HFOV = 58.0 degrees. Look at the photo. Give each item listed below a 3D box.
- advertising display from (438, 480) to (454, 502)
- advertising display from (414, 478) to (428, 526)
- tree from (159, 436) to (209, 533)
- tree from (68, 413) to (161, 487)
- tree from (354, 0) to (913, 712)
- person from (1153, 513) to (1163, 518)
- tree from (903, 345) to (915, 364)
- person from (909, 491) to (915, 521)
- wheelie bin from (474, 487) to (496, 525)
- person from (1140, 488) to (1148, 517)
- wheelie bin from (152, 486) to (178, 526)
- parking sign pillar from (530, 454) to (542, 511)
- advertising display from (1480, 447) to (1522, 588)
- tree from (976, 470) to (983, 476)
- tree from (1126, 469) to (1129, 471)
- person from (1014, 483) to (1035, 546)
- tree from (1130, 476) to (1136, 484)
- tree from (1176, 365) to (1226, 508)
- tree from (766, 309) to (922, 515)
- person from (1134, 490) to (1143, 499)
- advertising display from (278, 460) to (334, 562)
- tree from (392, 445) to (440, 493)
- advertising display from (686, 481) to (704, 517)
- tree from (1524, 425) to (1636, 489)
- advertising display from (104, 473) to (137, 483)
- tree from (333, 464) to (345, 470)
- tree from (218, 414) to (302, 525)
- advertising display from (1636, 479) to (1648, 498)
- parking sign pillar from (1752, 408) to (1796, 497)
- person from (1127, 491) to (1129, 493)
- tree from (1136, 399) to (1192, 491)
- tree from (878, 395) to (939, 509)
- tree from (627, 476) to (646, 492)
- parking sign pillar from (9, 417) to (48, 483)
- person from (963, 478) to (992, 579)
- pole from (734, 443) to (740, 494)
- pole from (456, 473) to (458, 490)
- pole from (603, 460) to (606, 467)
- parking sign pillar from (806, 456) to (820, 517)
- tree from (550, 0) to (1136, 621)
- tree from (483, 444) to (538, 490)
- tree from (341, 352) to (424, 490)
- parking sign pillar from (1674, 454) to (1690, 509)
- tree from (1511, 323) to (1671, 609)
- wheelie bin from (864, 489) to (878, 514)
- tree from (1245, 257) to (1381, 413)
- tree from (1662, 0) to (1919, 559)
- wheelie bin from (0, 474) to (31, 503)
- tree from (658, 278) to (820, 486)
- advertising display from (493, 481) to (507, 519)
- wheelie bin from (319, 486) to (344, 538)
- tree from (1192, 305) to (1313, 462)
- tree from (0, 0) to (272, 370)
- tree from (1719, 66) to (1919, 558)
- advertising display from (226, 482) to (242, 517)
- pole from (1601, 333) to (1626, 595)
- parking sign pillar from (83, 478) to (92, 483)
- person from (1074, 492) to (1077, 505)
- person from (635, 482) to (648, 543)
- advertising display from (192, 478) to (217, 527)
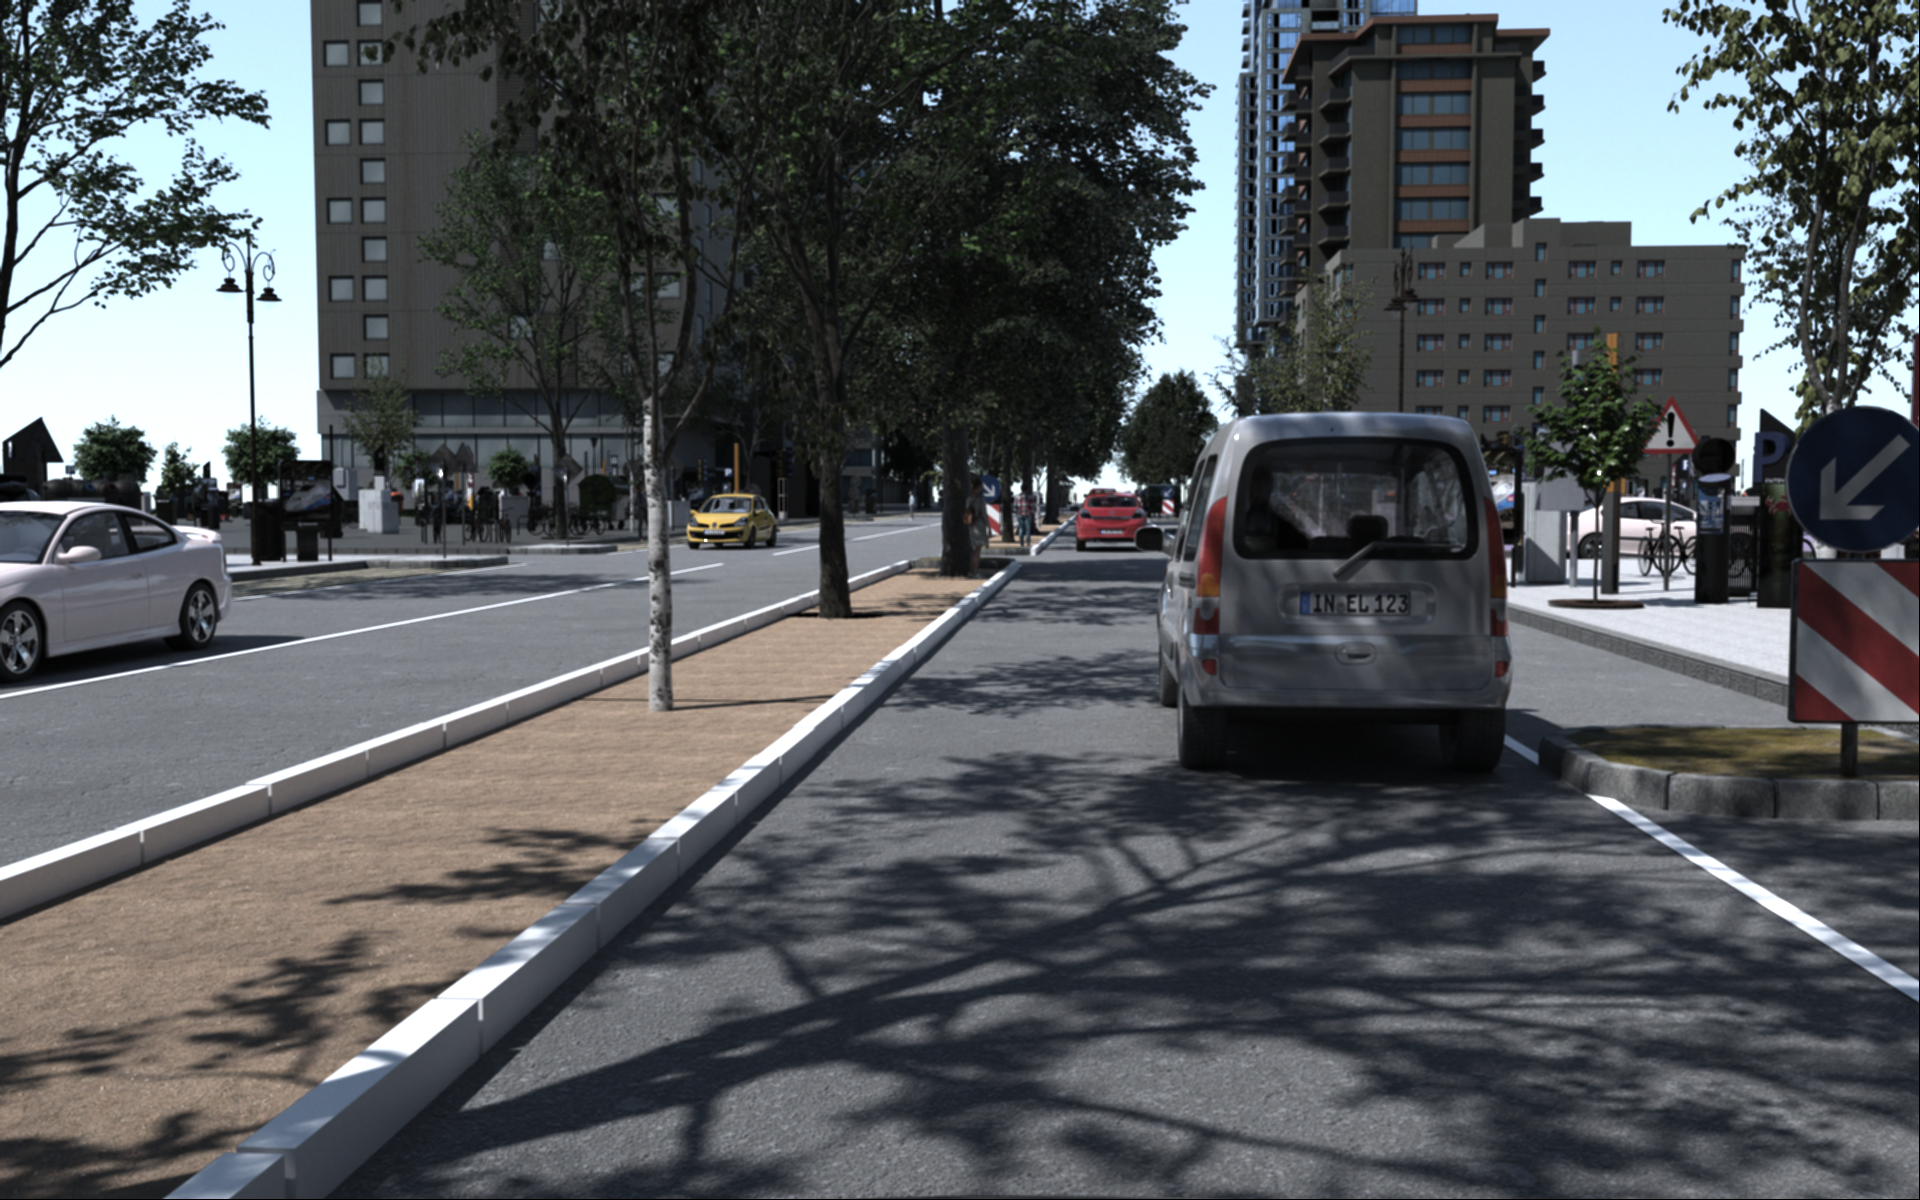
[{"bbox_3d":[-23.598,-4.545,79.528,0.123,1.923,0.974,1,4,22],"label":"advertising display"},{"bbox_3d":[-21.369,-3.882,68.680,0.123,1.923,0.974,-3,5,-41],"label":"advertising display"},{"bbox_3d":[-26.249,-3.866,57.815,1.663,3.219,1.824,0,3,0],"label":"tree"},{"bbox_3d":[-34.447,-5.311,70.554,4.285,4.588,4.351,0,3,0],"label":"tree"},{"bbox_3d":[-1.971,-3.552,10.900,4.360,8.622,3.978,0,3,0],"label":"tree"},{"bbox_3d":[11.910,-5.937,104.938,0.474,1.900,0.648,-3,5,-45],"label":"person"},{"bbox_3d":[0.369,-19.629,176.823,12.611,20.169,13.585,0,3,0],"label":"tree"},{"bbox_3d":[-2.618,-5.100,93.692,0.330,1.601,0.589,0,4,1],"label":"person"},{"bbox_3d":[-20.005,-3.985,73.062,0.693,1.594,0.980,1,4,16],"label":"wheelie bin"},{"bbox_3d":[11.755,-6.238,110.401,0.836,1.842,0.656,2,4,25],"label":"person"},{"bbox_3d":[-29.339,-3.430,63.987,0.980,1.594,0.693,0,4,-4],"label":"wheelie bin"},{"bbox_3d":[-28.579,-7.844,116.729,1.447,3.967,1.447,-2,4,-27],"label":"parking sign pillar"},{"bbox_3d":[7.350,-1.154,24.086,0.123,1.923,0.974,-3,4,-37],"label":"advertising display"},{"bbox_3d":[2.012,-14.300,217.518,4.285,4.588,4.351,0,3,0],"label":"tree"},{"bbox_3d":[27.837,-19.586,270.599,4.360,8.622,3.978,0,3,0],"label":"tree"},{"bbox_3d":[1.703,-2.237,45.909,0.563,1.720,0.643,1,4,15],"label":"person"},{"bbox_3d":[20.964,-14.497,187.392,4.360,8.622,3.978,0,3,0],"label":"tree"},{"bbox_3d":[19.475,-14.512,154.286,9.611,12.733,9.660,0,3,0],"label":"tree"},{"bbox_3d":[-7.412,-12.054,107.446,12.009,13.543,11.850,0,3,0],"label":"tree"},{"bbox_3d":[12.257,-6.837,121.005,1.217,1.743,0.721,0,4,-2],"label":"person"},{"bbox_3d":[-12.390,-1.690,32.845,0.974,1.923,0.123,-3,4,-37],"label":"advertising display"},{"bbox_3d":[-36.379,-8.111,116.327,4.285,4.588,4.351,0,3,0],"label":"tree"},{"bbox_3d":[-13.452,-5.063,87.998,0.974,1.923,0.123,-3,4,-37],"label":"advertising display"},{"bbox_3d":[24.475,-5.285,70.122,4.285,4.588,4.351,0,3,0],"label":"tree"},{"bbox_3d":[-25.444,-2.894,52.530,0.123,1.923,0.974,2,4,34],"label":"advertising display"},{"bbox_3d":[-36.863,-6.571,102.043,1.663,3.219,1.824,0,3,0],"label":"tree"},{"bbox_3d":[-28.792,-5.356,71.285,4.285,4.588,4.351,0,3,0],"label":"tree"},{"bbox_3d":[28.827,-4.159,73.208,0.123,1.923,0.974,0,4,1],"label":"advertising display"},{"bbox_3d":[25.371,-4.002,53.910,1.447,3.967,1.447,-2,4,-28],"label":"parking sign pillar"},{"bbox_3d":[10.956,-6.288,113.117,0.589,1.601,0.330,-3,4,-36],"label":"person"},{"bbox_3d":[16.583,-11.207,133.589,4.360,8.622,3.978,0,3,0],"label":"tree"},{"bbox_3d":[-3.296,-13.090,148.431,8.767,10.594,7.601,1,4,16],"label":"tree"},{"bbox_3d":[-21.007,-7.206,112.415,1.663,3.219,1.824,0,3,0],"label":"tree"},{"bbox_3d":[-32.564,-4.396,60.351,1.447,3.967,1.447,-1,4,-8],"label":"parking sign pillar"},{"bbox_3d":[0.283,-1.200,29.120,0.522,1.701,0.512,-3,5,-44],"label":"person"},{"bbox_3d":[-8.951,-4.629,69.531,0.158,3.312,0.155,0,3,0],"label":"pole"},{"bbox_3d":[-32.769,-7.279,112.860,0.158,3.312,0.155,0,3,0],"label":"pole"},{"bbox_3d":[-21.210,-6.696,103.315,0.158,3.312,0.155,0,3,0],"label":"pole"},{"bbox_3d":[-8.224,-6.757,98.944,1.447,3.967,1.447,0,4,-3],"label":"parking sign pillar"},{"bbox_3d":[-1.547,-5.602,19.811,9.928,11.665,9.643,0,3,0],"label":"tree"},{"bbox_3d":[-28.966,-7.789,111.061,4.285,4.588,4.351,0,3,0],"label":"tree"},{"bbox_3d":[-29.306,-8.454,88.582,4.737,8.622,4.395,0,3,0],"label":"tree"},{"bbox_3d":[45.822,-7.442,110.151,1.447,3.967,1.447,-1,4,-20],"label":"parking sign pillar"},{"bbox_3d":[7.130,-1.537,19.736,1.663,3.219,1.824,0,3,0],"label":"tree"},{"bbox_3d":[-5.799,-6.418,112.842,0.980,1.594,0.693,1,4,18],"label":"wheelie bin"},{"bbox_3d":[11.294,-6.361,54.370,4.737,8.622,4.395,0,3,0],"label":"tree"},{"bbox_3d":[7.531,-3.912,14.325,4.737,8.622,4.395,0,3,0],"label":"tree"},{"bbox_3d":[-14.792,-1.163,26.916,0.980,1.594,0.693,-3,5,-45],"label":"wheelie bin"},{"bbox_3d":[-9.356,-8.637,75.628,8.767,10.594,7.601,0,4,-4],"label":"tree"},{"bbox_3d":[-23.637,-5.122,88.961,0.974,1.923,0.123,3,4,37],"label":"advertising display"},{"bbox_3d":[-18.321,-2.595,50.343,0.693,1.594,0.980,-2,4,-33],"label":"wheelie bin"},{"bbox_3d":[11.761,-7.215,68.325,4.360,8.622,3.978,0,3,0],"label":"tree"},{"bbox_3d":[-13.405,-5.970,23.366,9.928,11.665,9.643,0,3,0],"label":"tree"},{"bbox_3d":[15.467,-4.901,30.491,4.360,8.622,3.978,0,3,0],"label":"tree"},{"bbox_3d":[-39.876,-5.504,95.200,0.974,1.923,0.123,1,4,20],"label":"advertising display"},{"bbox_3d":[8.326,-1.728,22.095,0.158,3.312,0.155,0,3,0],"label":"pole"},{"bbox_3d":[-36.917,-5.222,73.857,1.447,3.967,1.447,0,4,-4],"label":"parking sign pillar"},{"bbox_3d":[14.712,-12.825,219.655,0.593,1.643,0.415,1,4,21],"label":"person"},{"bbox_3d":[-9.233,-2.579,50.933,0.573,1.790,0.520,1,4,13],"label":"person"},{"bbox_3d":[-29.579,-3.831,67.853,0.123,1.923,0.974,3,4,39],"label":"advertising display"}]
